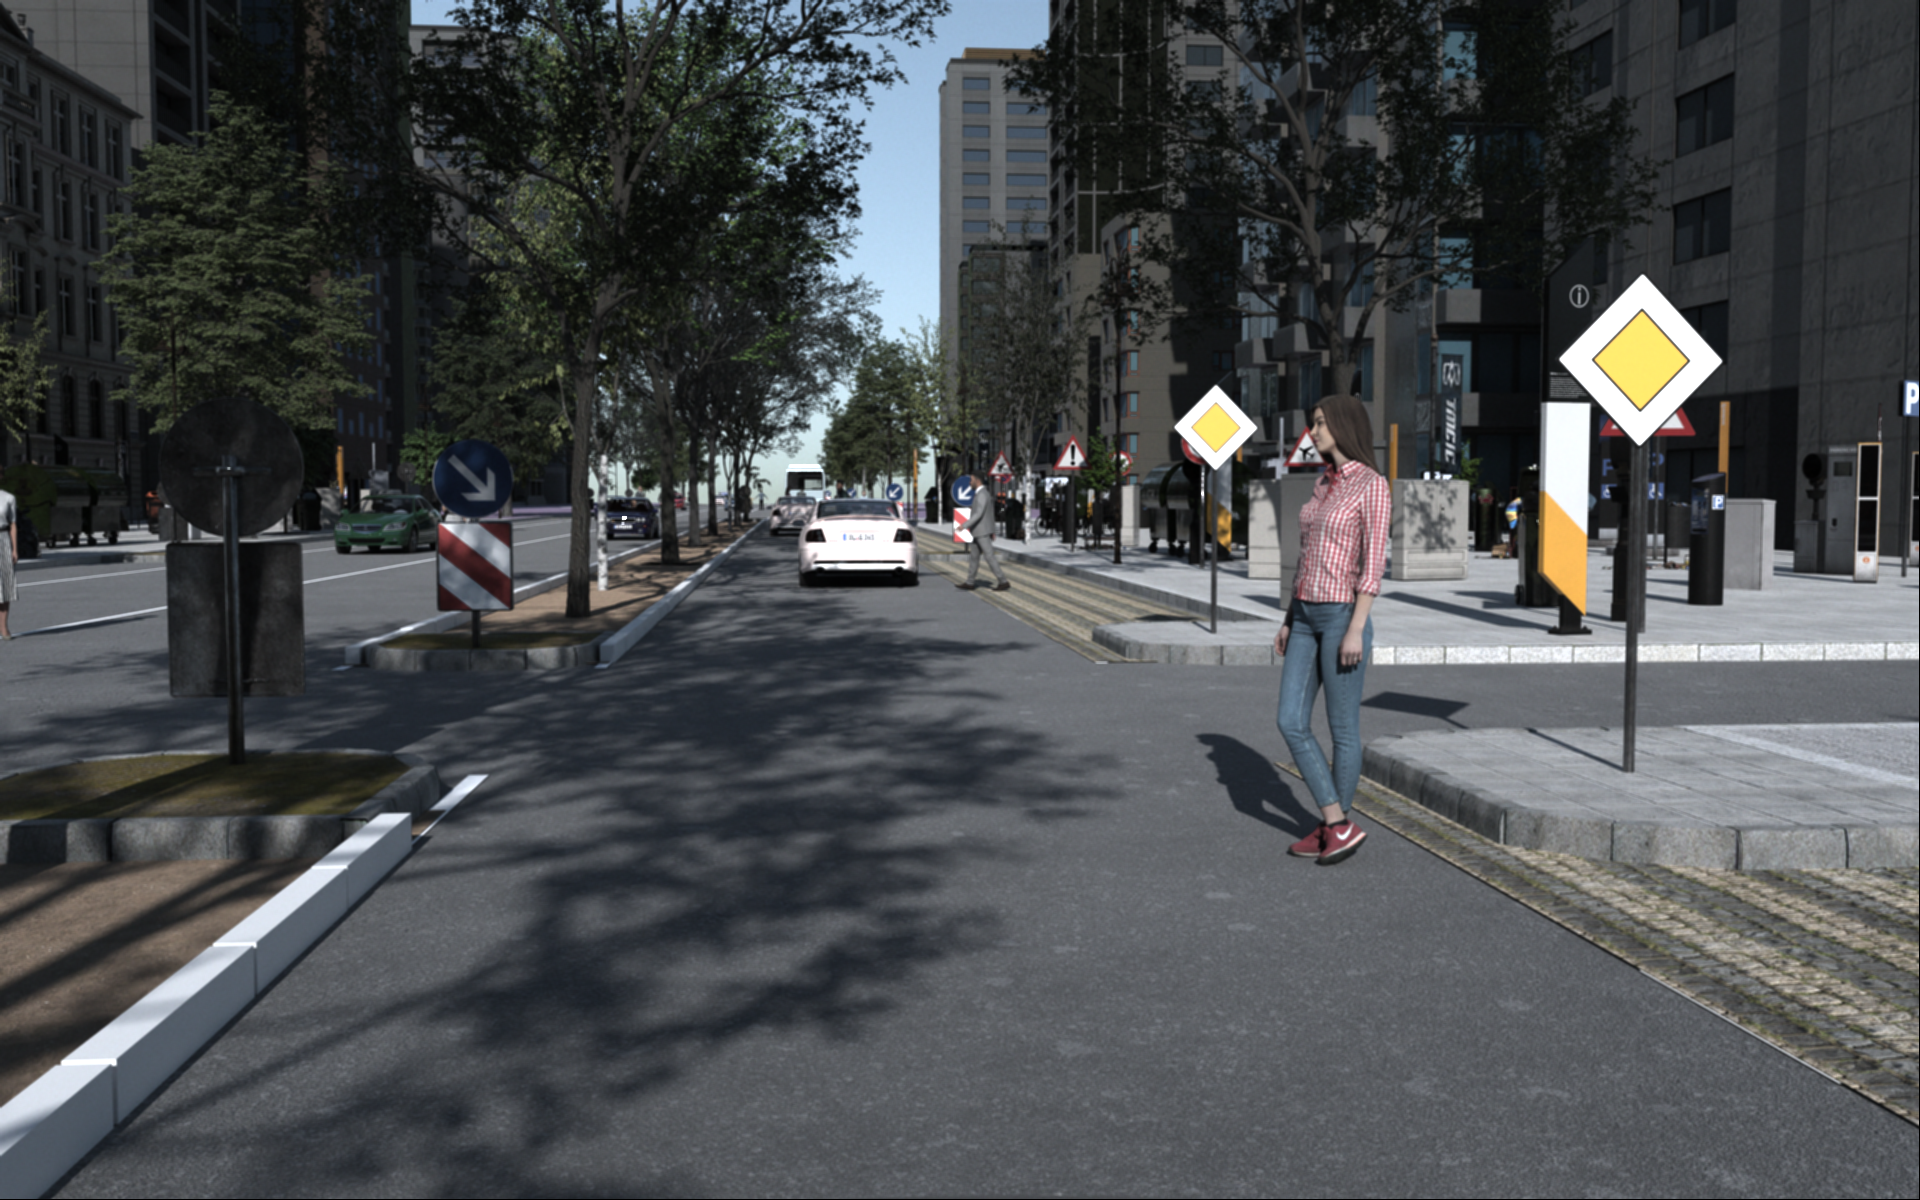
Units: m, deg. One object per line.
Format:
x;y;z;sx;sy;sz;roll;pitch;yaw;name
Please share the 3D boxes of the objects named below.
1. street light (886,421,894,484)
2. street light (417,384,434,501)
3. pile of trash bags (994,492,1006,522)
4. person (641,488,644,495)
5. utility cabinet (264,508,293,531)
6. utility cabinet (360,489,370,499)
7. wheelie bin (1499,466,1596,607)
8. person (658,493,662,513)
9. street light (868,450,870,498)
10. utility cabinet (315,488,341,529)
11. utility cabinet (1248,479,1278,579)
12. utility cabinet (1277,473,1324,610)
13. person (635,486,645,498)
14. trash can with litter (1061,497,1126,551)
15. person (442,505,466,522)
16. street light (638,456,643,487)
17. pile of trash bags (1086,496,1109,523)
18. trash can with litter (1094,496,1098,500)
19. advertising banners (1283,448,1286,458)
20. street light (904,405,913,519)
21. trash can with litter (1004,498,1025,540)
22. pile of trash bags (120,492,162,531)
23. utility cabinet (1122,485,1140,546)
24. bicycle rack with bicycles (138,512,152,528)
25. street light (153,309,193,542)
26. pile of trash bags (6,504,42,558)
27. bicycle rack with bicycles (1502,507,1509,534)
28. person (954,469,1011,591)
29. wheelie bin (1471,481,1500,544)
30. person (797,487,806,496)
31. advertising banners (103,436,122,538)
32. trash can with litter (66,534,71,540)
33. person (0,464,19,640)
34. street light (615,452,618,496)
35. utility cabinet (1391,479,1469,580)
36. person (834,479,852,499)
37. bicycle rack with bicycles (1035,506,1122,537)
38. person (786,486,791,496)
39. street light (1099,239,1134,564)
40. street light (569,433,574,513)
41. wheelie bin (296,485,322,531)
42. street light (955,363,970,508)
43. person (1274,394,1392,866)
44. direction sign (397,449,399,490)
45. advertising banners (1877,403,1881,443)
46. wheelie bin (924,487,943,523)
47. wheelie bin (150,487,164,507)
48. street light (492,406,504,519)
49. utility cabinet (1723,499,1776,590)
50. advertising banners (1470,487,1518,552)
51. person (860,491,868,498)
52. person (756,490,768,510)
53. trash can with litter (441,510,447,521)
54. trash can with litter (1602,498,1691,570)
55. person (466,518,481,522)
-4.354;-8.270;107.997;0.468;5.910;1.993;0;4;-5;street light
-22.483;-6.129;72.992;0.468;5.910;1.993;0;4;-5;street light
2.079;-4.308;80.182;1.912;1.369;3.447;0;4;-7;pile of trash bags
-18.595;-5.598;100.543;0.721;1.766;1.217;-2;4;-30;person
-24.160;-3.063;61.246;1.020;1.237;0.306;-2;4;-27;utility cabinet
-27.953;-4.504;82.321;1.173;1.500;0.318;2;4;24;utility cabinet
6.763;-0.728;19.804;0.980;1.594;0.693;1;4;9;wheelie bin
-15.242;-4.932;89.528;0.661;1.777;0.834;-3;4;-38;person
-7.225;-10.063;137.315;0.468;5.910;1.993;0;4;-5;street light
-23.102;-3.310;62.792;1.173;1.500;0.318;-3;5;-40;utility cabinet
4.923;-1.051;25.864;1.173;1.500;0.318;2;4;29;utility cabinet
3.795;-0.602;18.514;0.318;1.500;1.173;-1;4;-11;utility cabinet
-14.510;-4.302;79.020;0.590;1.801;0.661;2;4;24;person
3.012;-1.781;40.177;1.678;1.210;2.233;1;4;15;trash can with litter
-8.885;-1.315;30.564;0.524;1.755;0.480;3;5;41;person
-31.870;-12.261;173.262;0.468;5.910;1.993;0;4;-5;street light
6.844;-4.096;76.722;3.447;1.369;1.912;-1;4;-21;pile of trash bags
6.817;-4.635;87.172;0.624;1.170;1.055;1;4;10;trash can with litter
12.194;-4.263;65.886;0.090;3.025;2.074;1;4;22;advertising banners
-2.691;-7.200;90.501;0.468;5.910;1.993;0;4;-5;street light
1.680;-2.297;48.938;0.624;1.170;1.055;-2;4;-29;trash can with litter
-29.333;-3.066;59.877;3.447;1.369;1.912;-3;5;-41;pile of trash bags
4.177;-2.068;42.488;0.318;1.500;1.173;1;4;13;utility cabinet
-29.287;-3.163;65.103;2.852;0.926;2.925;2;4;28;bicycle rack with bicycles
-19.664;-4.320;43.414;0.468;5.910;1.993;0;4;-5;street light
-20.245;-1.515;34.517;3.447;1.369;1.912;-2;4;-26;pile of trash bags
18.361;-2.515;54.497;2.852;0.926;2.925;-1;4;-9;bicycle rack with bicycles
0.329;-1.020;25.459;0.850;1.792;0.678;0;4;6;person
12.590;-2.044;41.328;0.693;1.594;0.980;2;4;31;wheelie bin
-8.065;-4.898;88.687;0.635;1.810;0.391;1;4;21;person
-25.091;-3.372;51.328;0.090;3.025;2.074;-1;4;-10;advertising banners
-25.227;-2.265;48.421;0.624;1.170;1.055;-1;4;-18;trash can with litter
-9.460;-0.480;16.923;0.480;1.755;0.524;-3;4;-37;person
-29.731;-10.825;149.768;0.468;5.910;1.993;0;4;-5;street light
7.005;-1.045;25.770;1.173;1.500;0.318;-1;4;-22;utility cabinet
-3.186;-2.324;46.488;0.713;1.824;0.794;0;4;-2;person
4.009;-2.419;52.932;2.852;0.926;2.925;-2;4;-30;bicycle rack with bicycles
-8.780;-4.929;89.103;0.388;1.821;0.555;-1;4;-16;person
2.896;-3.601;31.670;0.468;5.910;1.993;0;4;-5;street light
-26.948;-9.025;120.346;0.468;5.910;1.993;0;4;-5;street light
-24.421;-3.472;64.671;0.980;1.594;0.693;-3;5;-43;wheelie bin
0.130;-5.384;60.823;0.468;5.910;1.993;0;4;-5;street light
1.446;0.102;6.840;0.388;1.821;0.555;-2;4;-34;person
-28.376;-5.838;87.447;0.379;3.537;0.876;-1;4;-16;direction sign
17.311;-2.238;32.783;0.090;3.025;2.074;2;4;32;advertising banners
-1.143;-4.175;76.166;0.693;1.594;0.980;-2;4;-29;wheelie bin
-35.291;-4.179;76.236;0.980;1.594;0.693;-2;4;-35;wheelie bin
-24.161;-7.217;90.791;0.468;5.910;1.993;0;4;-5;street light
10.522;-0.756;23.524;0.306;1.237;1.020;-2;4;-30;utility cabinet
12.309;-2.560;38.039;2.074;3.025;0.090;2;4;25;advertising banners
-4.718;-4.581;85.210;0.589;1.601;0.330;0;4;-1;person
-17.930;-9.040;156.289;1.348;1.826;0.705;-2;4;-30;person
-24.526;-4.350;82.503;1.055;1.170;0.624;2;4;35;trash can with litter
12.050;-1.160;30.021;2.233;1.210;1.678;-1;4;-11;trash can with litter
-13.043;-2.287;46.459;0.524;1.755;0.480;3;5;39;person
